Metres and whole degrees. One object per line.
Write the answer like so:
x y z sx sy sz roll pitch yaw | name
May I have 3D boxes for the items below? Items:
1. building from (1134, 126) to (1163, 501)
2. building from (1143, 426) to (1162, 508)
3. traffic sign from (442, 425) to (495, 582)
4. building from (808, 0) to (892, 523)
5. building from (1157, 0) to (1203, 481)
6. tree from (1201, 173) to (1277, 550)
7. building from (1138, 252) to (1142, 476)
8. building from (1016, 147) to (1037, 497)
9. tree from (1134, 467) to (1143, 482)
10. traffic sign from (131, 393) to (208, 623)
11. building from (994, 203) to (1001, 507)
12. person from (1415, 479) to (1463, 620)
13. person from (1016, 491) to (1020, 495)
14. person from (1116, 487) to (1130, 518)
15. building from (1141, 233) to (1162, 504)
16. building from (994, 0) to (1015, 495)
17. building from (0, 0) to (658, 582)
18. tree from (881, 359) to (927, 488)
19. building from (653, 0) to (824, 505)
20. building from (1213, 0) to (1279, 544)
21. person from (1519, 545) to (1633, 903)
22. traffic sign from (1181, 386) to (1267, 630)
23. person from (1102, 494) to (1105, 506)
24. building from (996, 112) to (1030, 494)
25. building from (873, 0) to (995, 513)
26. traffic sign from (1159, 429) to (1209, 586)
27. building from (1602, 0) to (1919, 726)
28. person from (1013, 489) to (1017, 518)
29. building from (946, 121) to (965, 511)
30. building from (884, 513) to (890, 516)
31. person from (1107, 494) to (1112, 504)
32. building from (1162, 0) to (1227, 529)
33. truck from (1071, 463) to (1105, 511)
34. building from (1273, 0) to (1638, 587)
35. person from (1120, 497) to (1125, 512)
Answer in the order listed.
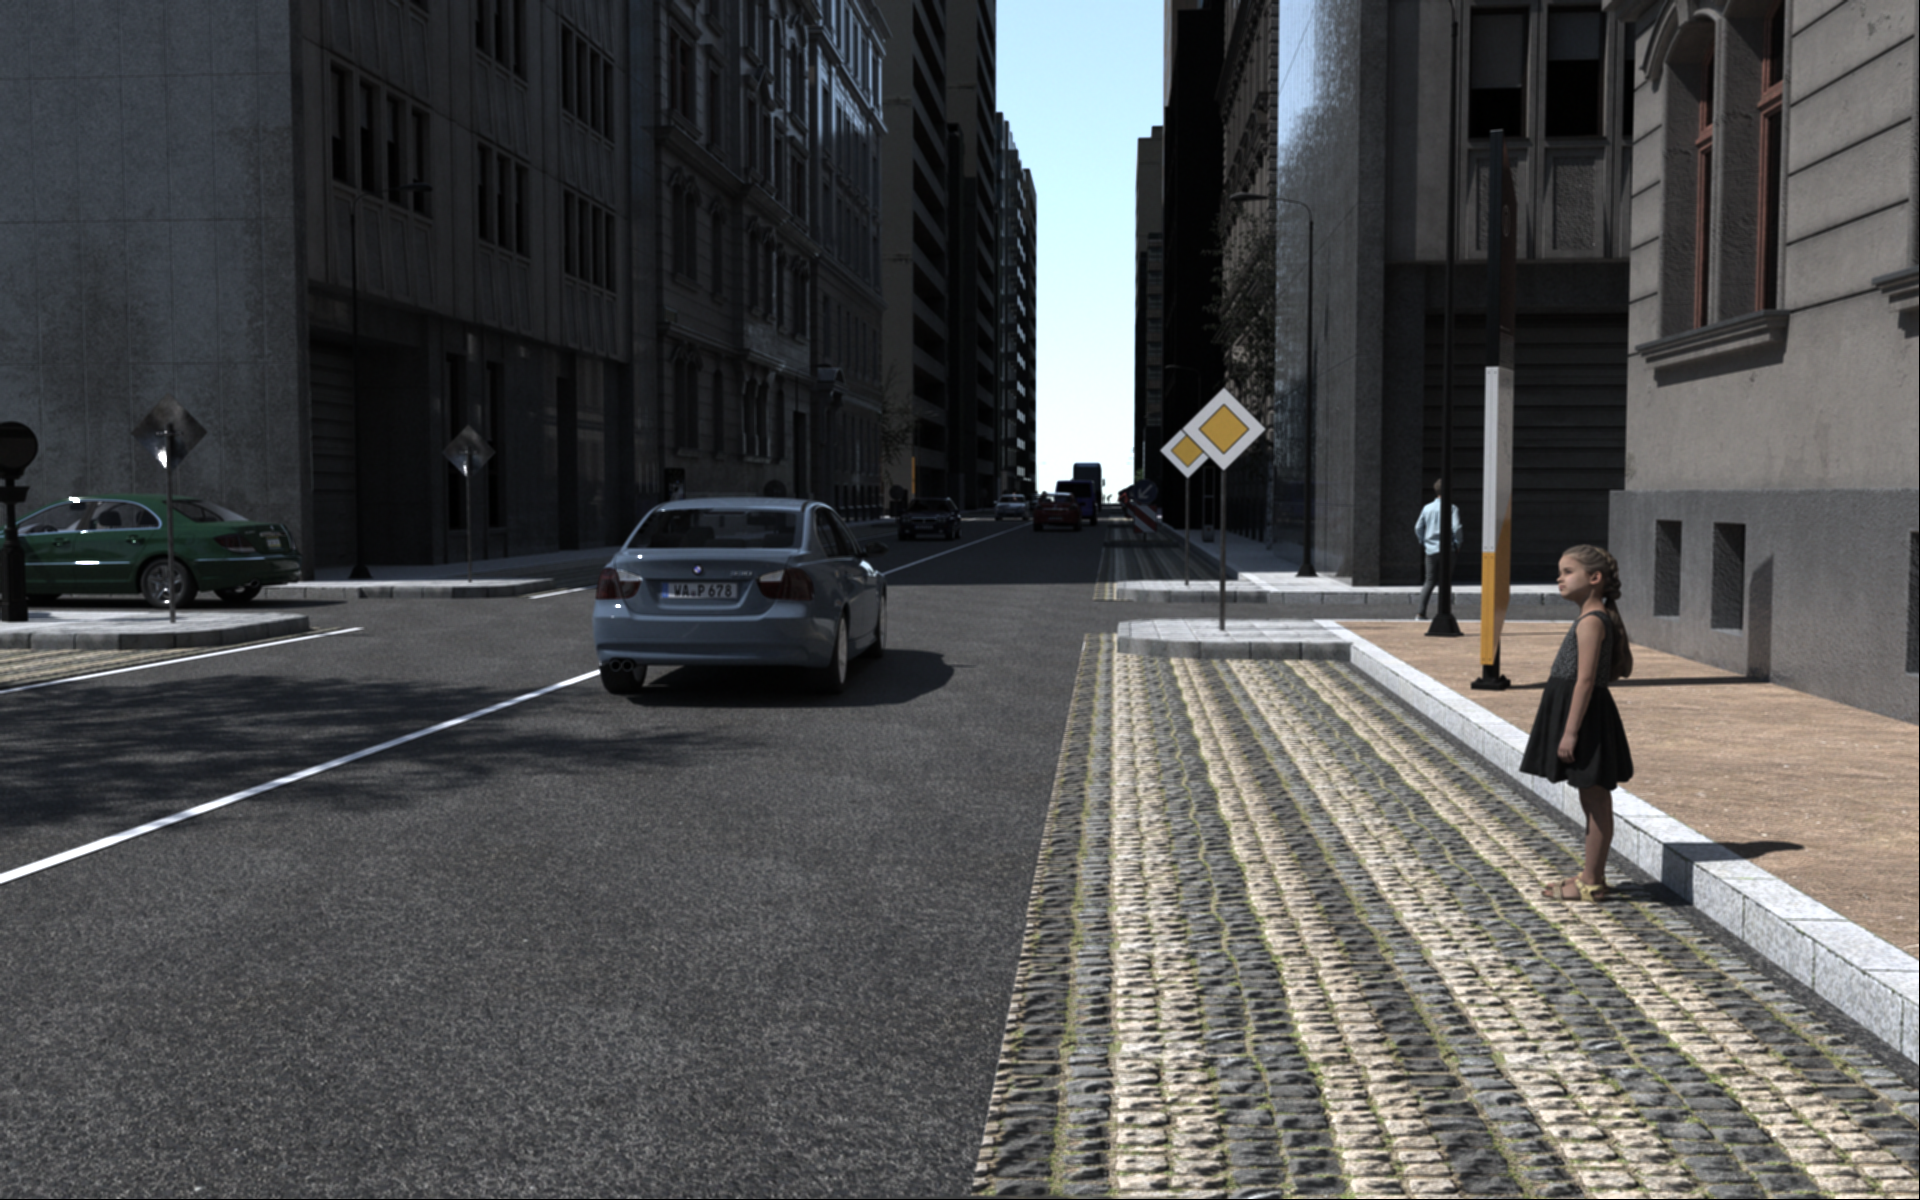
33.398 -36.689 223.571 21.300 48.544 21.600 0 4 5 | building
28.165 -51.542 155.382 22.319 86.520 31.000 0 4 5 | building
-7.126 -1.315 25.138 0.795 2.450 0.064 0 4 5 | traffic sign
-10.955 -17.926 79.001 13.634 28.700 20.117 0 4 5 | building
22.839 -29.624 134.466 14.600 45.320 14.200 0 4 5 | building
7.303 -5.459 39.610 4.360 8.622 3.978 0 3 0 | tree
28.314 -26.603 206.660 14.160 30.474 14.107 0 4 5 | building
-0.297 -38.034 245.559 21.300 48.544 21.600 0 4 5 | building
19.874 -12.116 181.811 4.285 4.588 4.351 0 3 0 | tree
-7.836 -0.828 17.184 0.795 2.450 0.064 0 4 5 | traffic sign
-3.537 -24.098 165.695 14.160 30.474 14.107 0 4 5 | building
5.270 -0.530 18.972 0.330 1.601 0.589 -2 4 -34 | person
5.195 -8.861 154.063 1.217 1.739 0.721 -2 4 -29 | person
10.046 -5.841 103.936 1.348 1.831 0.705 0 4 -4 | person
27.676 -25.717 192.180 14.160 30.474 14.107 0 4 5 | building
-4.268 -46.196 193.552 20.563 71.187 20.611 0 4 5 | building
-14.704 -13.269 34.968 12.078 24.808 19.932 0 4 5 | building
-4.108 -8.714 92.842 4.360 8.622 3.978 0 3 0 | tree
-12.900 -16.458 56.482 14.401 28.519 23.554 0 4 5 | building
13.344 -13.632 51.762 11.050 23.489 19.941 0 4 5 | building
2.171 0.433 6.090 0.373 1.253 0.362 2 4 25 | person
2.466 -0.771 16.248 0.795 2.450 0.064 0 4 5 | traffic sign
17.933 -12.536 216.681 0.599 1.433 0.991 -1 4 -18 | person
-3.295 -36.705 219.728 23.786 49.044 30.456 0 4 5 | building
-8.393 -32.019 147.211 21.300 48.544 21.600 0 4 5 | building
3.175 -1.257 24.202 0.795 2.450 0.064 0 4 5 | traffic sign
11.050 -13.199 3.189 14.401 28.519 23.554 0 4 5 | building
3.301 -5.658 101.716 0.721 1.736 1.217 0 4 1 | person
-7.224 -21.895 129.682 14.160 30.474 14.107 0 4 5 | building
-12.481 -29.832 111.460 21.300 48.544 21.600 0 4 5 | building
21.850 -14.742 252.720 0.799 1.438 0.628 -1 4 -11 | person
14.600 -14.673 69.578 12.332 23.373 15.834 0 4 5 | building
10.319 -9.374 143.027 2.967 4.110 18.799 0 4 6 | truck
15.862 -12.863 28.329 19.932 24.808 12.078 0 4 5 | building
12.524 -7.579 132.373 0.705 1.831 1.348 0 4 -8 | person
